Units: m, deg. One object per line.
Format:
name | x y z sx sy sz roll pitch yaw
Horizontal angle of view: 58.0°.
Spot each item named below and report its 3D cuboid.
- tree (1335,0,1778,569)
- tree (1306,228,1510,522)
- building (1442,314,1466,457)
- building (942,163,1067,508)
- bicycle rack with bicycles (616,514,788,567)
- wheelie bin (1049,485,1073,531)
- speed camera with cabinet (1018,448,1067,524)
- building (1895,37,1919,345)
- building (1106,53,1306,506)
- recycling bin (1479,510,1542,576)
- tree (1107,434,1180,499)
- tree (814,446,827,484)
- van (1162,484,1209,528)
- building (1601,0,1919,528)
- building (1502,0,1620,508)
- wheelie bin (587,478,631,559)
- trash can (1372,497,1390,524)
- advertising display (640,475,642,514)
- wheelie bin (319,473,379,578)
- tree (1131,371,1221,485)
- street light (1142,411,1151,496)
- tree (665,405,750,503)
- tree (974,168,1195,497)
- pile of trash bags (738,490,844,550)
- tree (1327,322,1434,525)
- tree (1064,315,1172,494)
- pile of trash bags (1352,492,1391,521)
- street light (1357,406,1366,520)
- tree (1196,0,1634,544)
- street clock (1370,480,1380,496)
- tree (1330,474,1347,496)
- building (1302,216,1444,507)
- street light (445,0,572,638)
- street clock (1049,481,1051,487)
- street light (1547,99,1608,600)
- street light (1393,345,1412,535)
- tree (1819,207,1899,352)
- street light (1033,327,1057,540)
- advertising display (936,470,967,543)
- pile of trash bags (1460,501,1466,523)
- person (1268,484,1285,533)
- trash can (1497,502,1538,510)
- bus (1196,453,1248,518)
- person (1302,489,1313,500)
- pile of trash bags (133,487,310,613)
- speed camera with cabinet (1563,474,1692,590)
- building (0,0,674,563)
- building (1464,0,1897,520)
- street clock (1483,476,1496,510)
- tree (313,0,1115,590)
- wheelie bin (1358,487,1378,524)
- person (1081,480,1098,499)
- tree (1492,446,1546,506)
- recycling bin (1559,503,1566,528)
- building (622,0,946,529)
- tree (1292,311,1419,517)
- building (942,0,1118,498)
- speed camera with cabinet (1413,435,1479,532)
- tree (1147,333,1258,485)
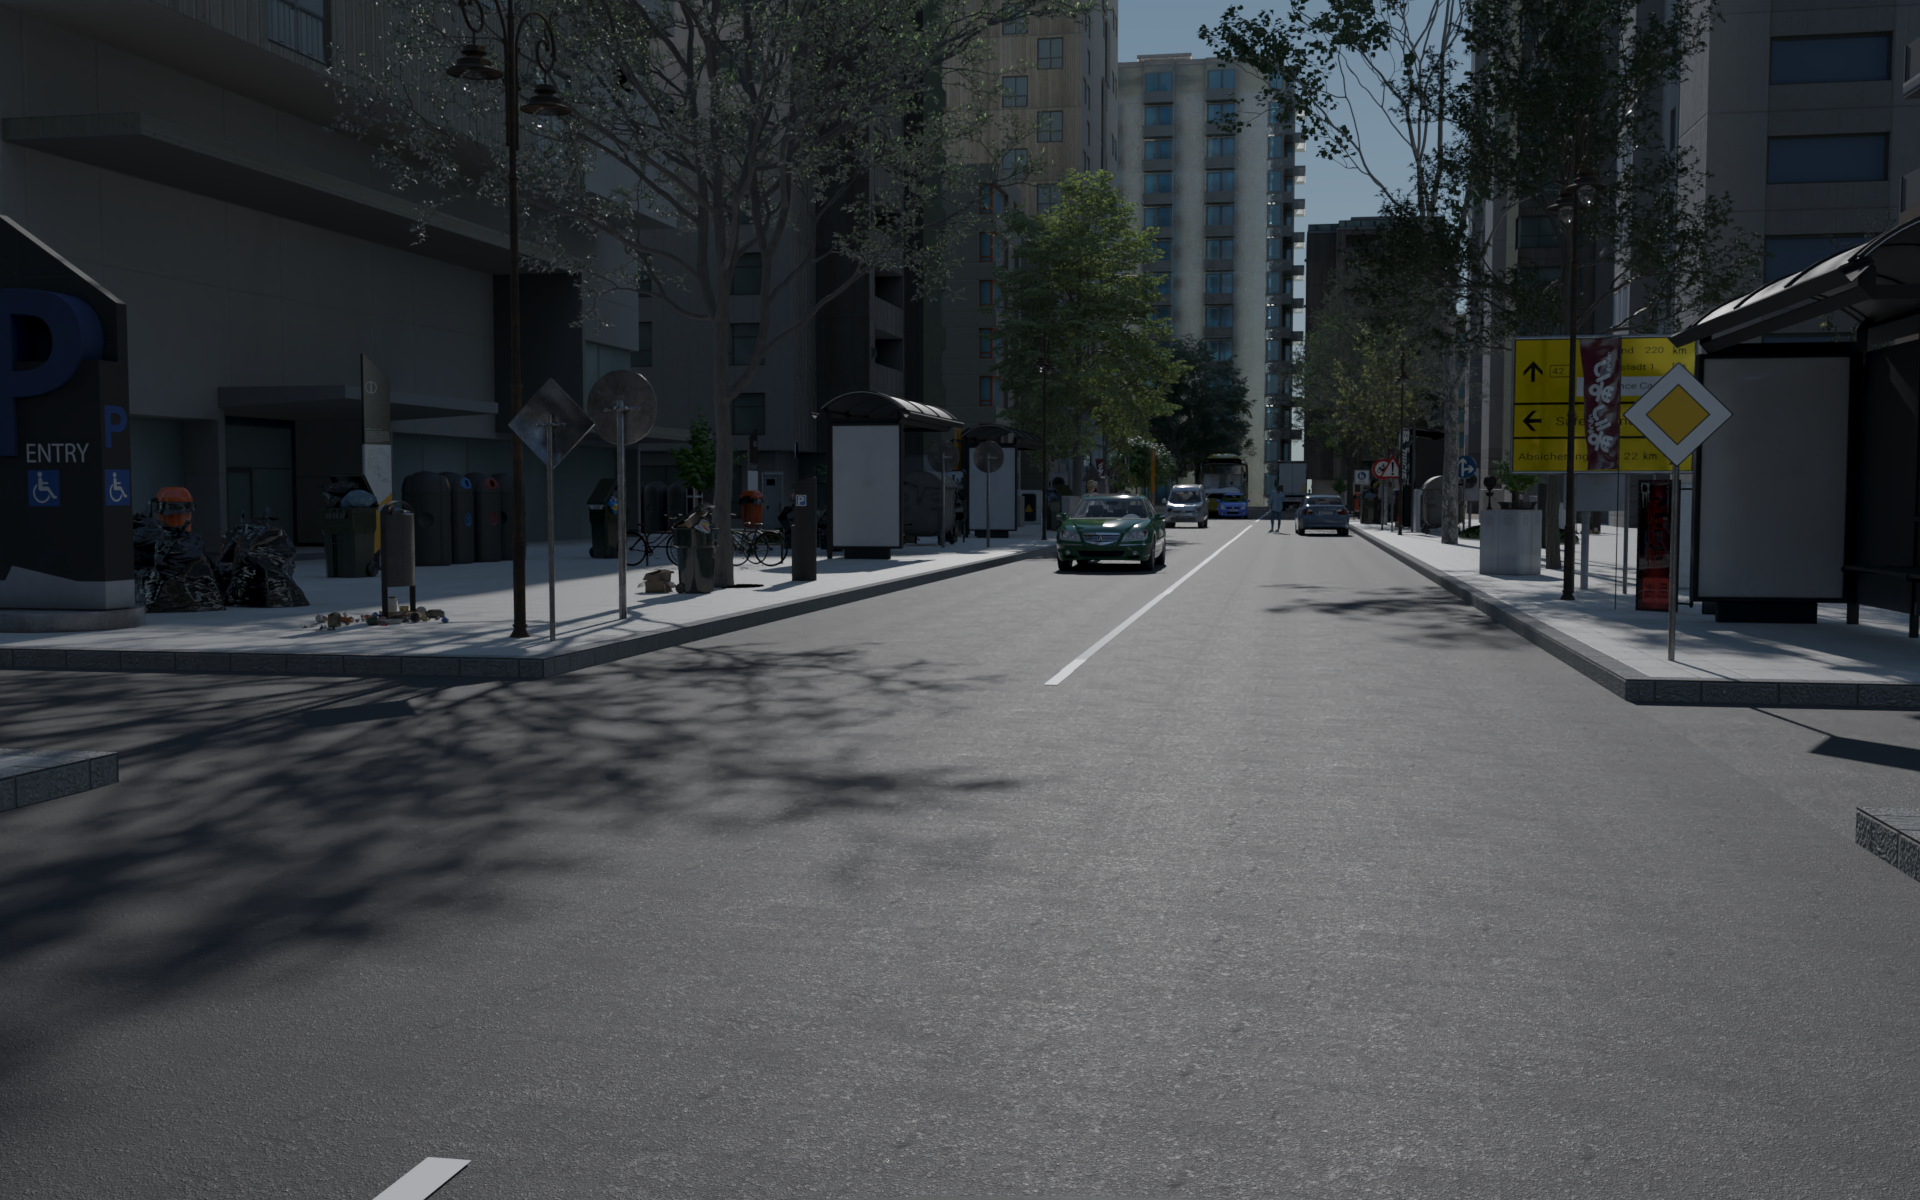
tree | 9.850 -5.806 29.337 7.601 10.594 8.767 -1 4 -16
tree | 19.501 -10.294 78.671 12.009 13.543 11.850 0 3 0
building | 65.665 -20.785 184.874 28.899 21.520 27.650 1 4 11
building | -8.985 -16.047 107.416 27.650 21.520 28.899 1 4 11
bicycle rack with bicycles | -4.342 -1.091 31.218 2.925 0.926 2.852 2 4 25
wheelie bin | 3.484 -3.172 59.775 0.980 1.594 0.693 -3 4 -36
speed camera with cabinet | 3.495 -4.825 73.220 2.038 3.252 0.660 0 4 7
building | 23.877 -22.903 24.571 14.200 45.320 14.600 1 4 11
building | 22.491 -34.970 191.359 30.456 49.044 23.786 1 4 11
recycling bin | 8.797 -0.925 27.676 0.722 1.027 0.722 -3 5 -42
tree | 10.371 -6.797 94.843 4.285 4.588 4.351 0 3 0
tree | -3.818 -3.920 58.699 1.663 3.219 1.824 0 3 0
van | 9.753 -4.130 74.535 2.013 2.044 4.112 1 4 12
building | 35.934 -31.931 64.078 21.231 58.520 28.212 1 4 11
building | 35.955 -19.563 91.556 14.160 30.474 14.107 1 4 11
wheelie bin | -7.017 -1.634 34.631 0.693 1.594 0.980 -3 5 -45
trash can | 17.913 -3.796 73.710 0.748 1.137 0.748 0 3 0
advertising display | -10.565 -3.030 54.755 0.974 1.923 0.123 -1 4 -9
wheelie bin | -9.386 -1.146 26.648 0.980 1.594 0.693 1 4 19
tree | 15.083 -11.446 121.555 7.601 10.594 8.767 1 4 21
street light | 8.659 -6.618 80.987 0.468 5.910 1.993 1 4 11
tree | -5.715 -2.648 37.897 1.663 3.219 1.824 0 3 0
tree | 4.287 -8.701 60.396 7.486 12.596 7.792 0 3 0
pile of trash bags | -3.799 -1.924 41.213 3.447 1.369 1.912 2 4 27
tree | 17.334 -7.394 71.256 4.360 8.622 3.978 0 3 0
tree | 6.052 -7.237 68.694 4.737 8.622 4.395 0 3 0
pile of trash bags | 19.949 -4.486 83.098 1.912 1.369 3.447 -2 4 -23
street light | 20.008 -6.963 86.633 0.468 5.910 1.993 1 4 11
tree | 11.261 -11.489 43.728 12.611 20.169 13.585 0 3 0
street clock | 20.706 -5.007 86.439 0.358 2.002 0.471 -1 4 -23
tree | 35.724 -10.260 162.359 1.663 3.219 1.824 0 3 0
building | 43.462 -25.154 182.974 14.107 30.474 14.160 1 4 11
street light | -3.945 -2.603 15.355 0.468 5.910 1.993 1 4 11
street clock | 4.619 -4.918 84.985 0.471 2.002 0.358 1 4 21
street light | 7.365 -2.938 20.816 0.468 5.910 1.993 1 4 11
street light | 13.719 -4.956 53.815 0.468 5.910 1.993 1 4 11
tree | 23.928 -5.746 44.306 4.360 8.622 3.978 0 3 0
street light | 2.351 -4.611 48.172 0.468 5.910 1.993 1 4 11
advertising display | -0.239 -2.499 46.080 0.974 1.923 0.123 3 4 37
pile of trash bags | 21.768 -4.155 77.692 1.912 1.369 3.447 0 4 -3
person | 11.700 -3.382 64.054 0.793 1.790 0.793 -3 5 -41
trash can | 10.424 -1.270 32.412 0.748 1.137 0.748 0 3 0
bus | 16.614 -7.154 108.518 2.896 3.916 12.252 1 4 11
person | 27.727 -7.882 137.377 1.348 1.824 0.705 2 4 30
pile of trash bags | -8.999 -0.650 20.387 1.912 1.369 3.447 -2 4 -35
speed camera with cabinet | 9.251 -1.774 23.337 2.038 3.252 0.660 0 4 5
building | -23.034 -27.507 38.984 28.713 52.752 27.495 1 4 11
building | 43.779 -34.820 111.304 21.231 58.520 28.212 1 4 11
street clock | 21.106 -3.942 69.029 0.471 2.002 0.358 -2 4 -24
tree | -3.142 -6.918 23.479 12.009 13.543 11.850 0 3 0
wheelie bin | 17.711 -4.113 75.152 0.693 1.594 0.980 -2 4 -24
person | 3.046 -1.778 38.240 0.731 1.740 0.598 -1 4 -16
tree | 20.775 -4.267 64.365 1.663 3.219 1.824 0 3 0
recycling bin | 17.478 -2.343 50.863 0.722 1.027 0.722 0 4 -7
building | -8.778 -18.202 69.312 14.160 30.474 14.107 1 4 11
tree | 22.409 -10.539 98.069 9.928 11.665 9.643 0 3 0
building | -1.054 -34.021 145.486 27.495 52.752 28.713 1 4 11
speed camera with cabinet | 16.278 -3.893 57.991 2.038 3.252 0.660 0 4 4
tree | 18.777 -14.029 136.034 9.857 13.997 8.962 0 3 0
